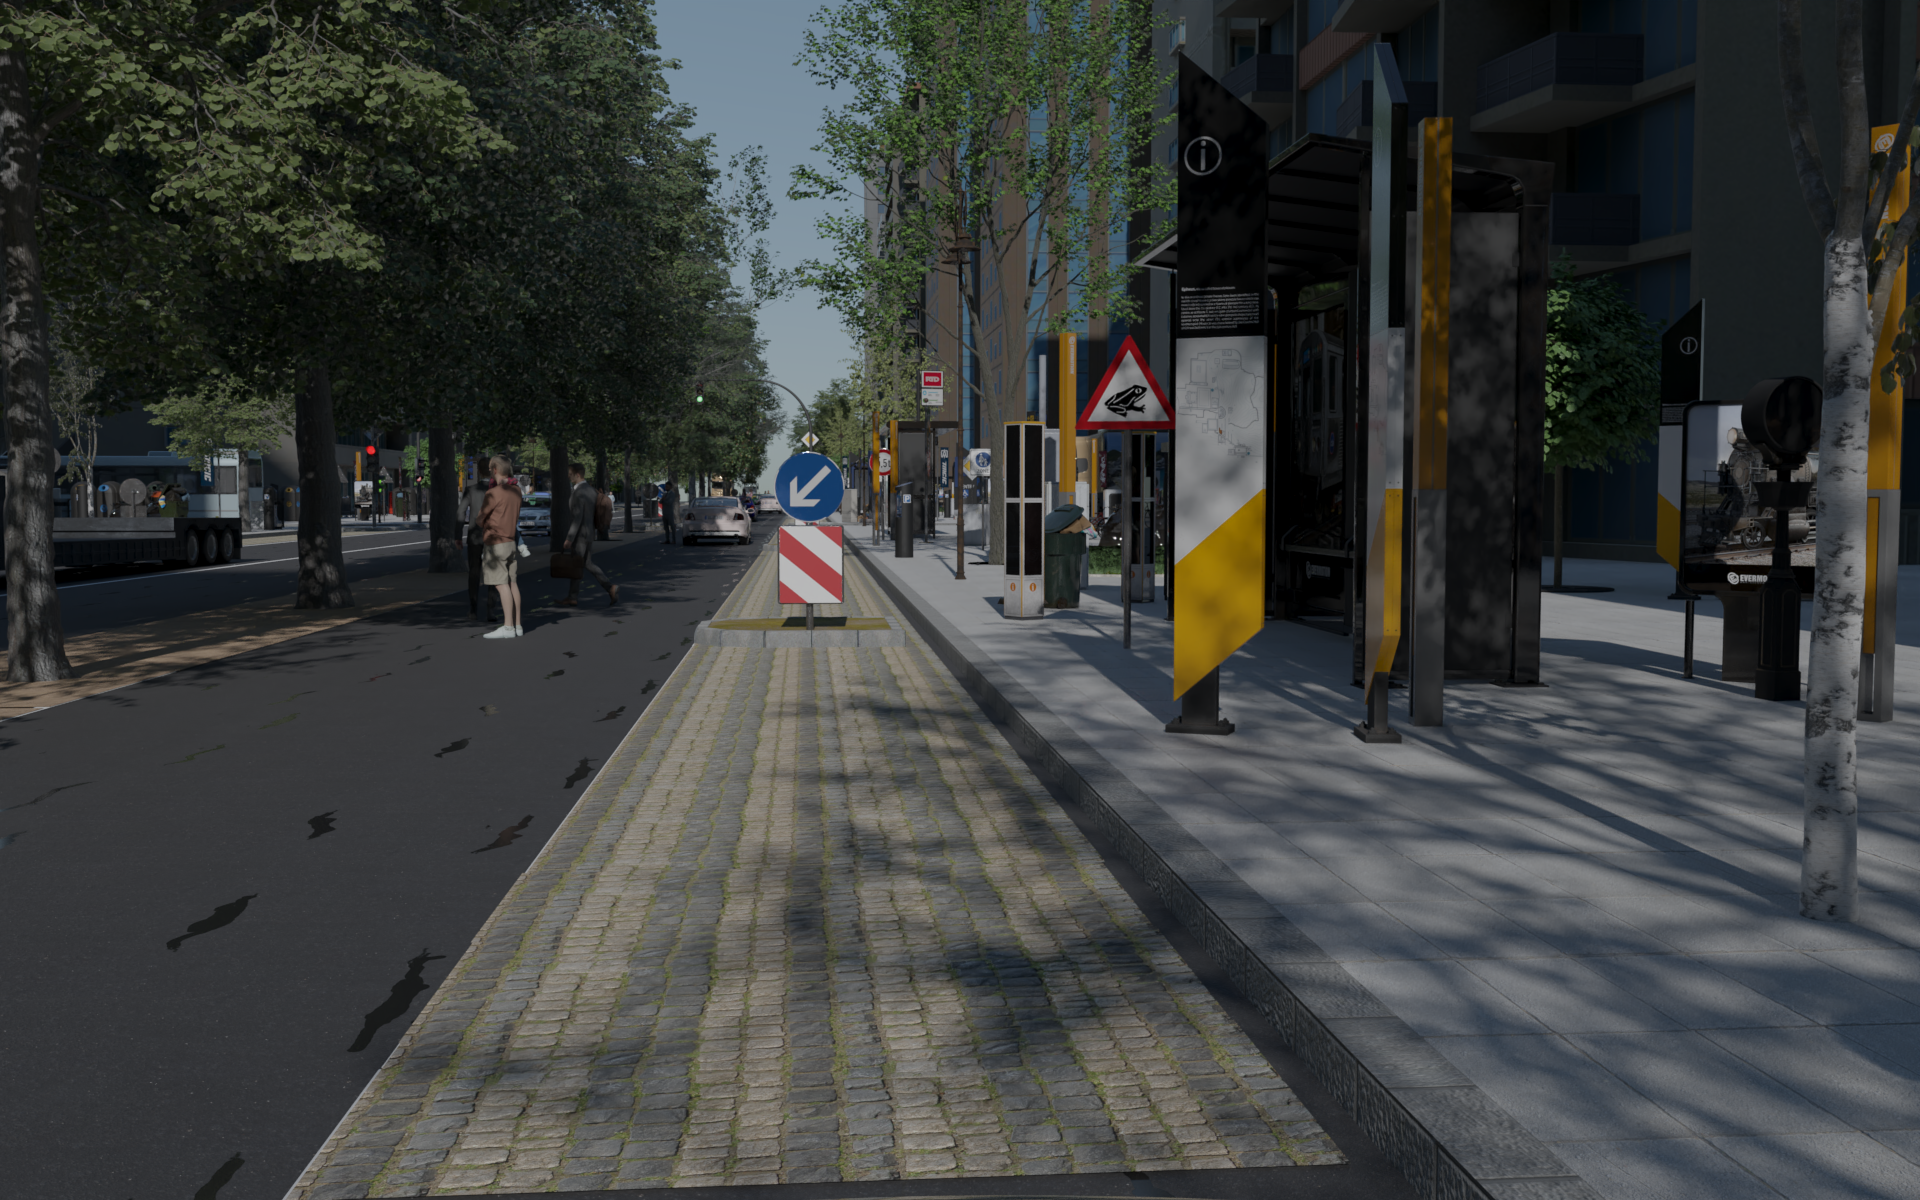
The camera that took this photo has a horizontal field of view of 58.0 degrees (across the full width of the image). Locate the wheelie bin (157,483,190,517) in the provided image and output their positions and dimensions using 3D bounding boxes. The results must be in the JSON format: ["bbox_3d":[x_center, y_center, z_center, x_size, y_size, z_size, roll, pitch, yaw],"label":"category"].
[{"bbox_3d":[-23.140,-2.639,51.059,0.693,1.594,0.980,1,4,12],"label":"wheelie bin"}]

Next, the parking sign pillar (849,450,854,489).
[{"bbox_3d":[-6.180,-7.253,107.064,1.447,3.967,1.447,-1,4,-18],"label":"parking sign pillar"}]

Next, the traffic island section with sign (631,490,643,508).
[{"bbox_3d":[-32.475,-10.180,175.072,1.989,1.847,2.006,0,4,-5],"label":"traffic island section with sign"}]

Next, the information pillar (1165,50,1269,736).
[{"bbox_3d":[1.371,-1.091,9.193,0.504,3.616,0.183,1,4,21],"label":"information pillar"}]

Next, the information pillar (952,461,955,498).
[{"bbox_3d":[-0.451,-8.074,123.371,0.183,3.616,0.504,1,4,14],"label":"information pillar"}]

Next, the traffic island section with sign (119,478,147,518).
[{"bbox_3d":[-20.621,-2.092,42.832,1.989,1.847,2.006,0,4,-5],"label":"traffic island section with sign"}]

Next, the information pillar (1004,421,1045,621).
[{"bbox_3d":[0.655,-0.806,17.669,0.304,2.012,0.304,-3,4,-36],"label":"information pillar"}]

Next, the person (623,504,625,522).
[{"bbox_3d":[-17.283,-4.708,89.748,0.394,1.301,0.425,-2,4,-32],"label":"person"}]

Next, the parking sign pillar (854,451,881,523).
[{"bbox_3d":[-3.779,-5.418,77.053,1.447,3.967,1.447,-1,4,-10],"label":"parking sign pillar"}]

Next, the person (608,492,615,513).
[{"bbox_3d":[-27.046,-7.580,134.240,0.589,1.601,0.330,0,4,-5],"label":"person"}]

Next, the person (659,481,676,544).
[{"bbox_3d":[-8.379,-2.496,49.489,0.511,1.800,0.466,2,4,27],"label":"person"}]

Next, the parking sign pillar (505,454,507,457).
[{"bbox_3d":[-30.881,-7.924,118.024,1.447,3.967,1.447,-2,4,-24],"label":"parking sign pillar"}]

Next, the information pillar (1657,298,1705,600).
[{"bbox_3d":[8.740,-1.813,20.991,0.504,3.616,0.183,3,5,42],"label":"information pillar"}]

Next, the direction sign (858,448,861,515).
[{"bbox_3d":[-4.925,-5.707,85.304,0.379,3.537,0.876,0,4,4],"label":"direction sign"}]

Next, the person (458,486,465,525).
[{"bbox_3d":[-22.962,-4.314,79.137,0.767,1.812,0.694,3,5,42],"label":"person"}]

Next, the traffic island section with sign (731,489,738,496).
[{"bbox_3d":[-19.675,-8.729,150.847,2.006,1.907,1.989,0,4,-5],"label":"traffic island section with sign"}]

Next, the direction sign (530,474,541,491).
[{"bbox_3d":[-33.337,-8.810,136.043,0.876,3.537,0.379,0,4,1],"label":"direction sign"}]

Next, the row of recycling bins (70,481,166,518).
[{"bbox_3d":[-27.077,-2.987,55.948,3.534,1.692,1.069,1,4,11],"label":"row of recycling bins"}]

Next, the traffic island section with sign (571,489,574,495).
[{"bbox_3d":[-27.952,-7.092,124.580,1.989,1.847,2.006,0,4,-5],"label":"traffic island section with sign"}]

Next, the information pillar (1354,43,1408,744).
[{"bbox_3d":[2.182,-1.072,8.879,0.183,3.616,0.504,0,4,2],"label":"information pillar"}]

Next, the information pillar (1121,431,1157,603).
[{"bbox_3d":[2.107,-0.976,20.450,0.304,2.012,0.304,3,4,36],"label":"information pillar"}]

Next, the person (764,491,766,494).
[{"bbox_3d":[-22.687,-11.848,202.227,1.348,1.822,0.705,3,4,38],"label":"person"}]

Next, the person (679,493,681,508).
[{"bbox_3d":[-29.386,-10.446,180.768,0.415,1.643,0.593,-3,4,-37],"label":"person"}]

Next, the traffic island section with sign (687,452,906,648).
[{"bbox_3d":[-1.582,-0.512,16.997,1.989,1.847,2.006,0,4,-5],"label":"traffic island section with sign"}]

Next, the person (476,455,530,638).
[{"bbox_3d":[-4.602,-0.547,17.425,0.573,1.828,0.580,-2,4,-33],"label":"person"}]

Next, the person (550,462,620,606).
[{"bbox_3d":[-4.779,-0.832,22.066,0.822,1.834,0.622,0,4,-3],"label":"person"}]

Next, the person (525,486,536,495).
[{"bbox_3d":[-19.419,-4.277,78.673,0.600,1.795,0.529,3,4,38],"label":"person"}]

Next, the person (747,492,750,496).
[{"bbox_3d":[-31.393,-15.105,256.168,1.217,1.736,0.721,-3,5,-44],"label":"person"}]

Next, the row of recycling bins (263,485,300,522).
[{"bbox_3d":[-33.845,-4.692,83.834,3.534,1.692,1.069,1,4,10],"label":"row of recycling bins"}]

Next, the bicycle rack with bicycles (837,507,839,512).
[{"bbox_3d":[-8.185,-6.848,125.342,2.852,0.926,2.925,-1,4,-17],"label":"bicycle rack with bicycles"}]

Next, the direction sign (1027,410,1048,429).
[{"bbox_3d":[2.099,-3.376,47.203,0.379,3.537,0.876,-3,4,-37],"label":"direction sign"}]

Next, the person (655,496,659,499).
[{"bbox_3d":[-31.521,-10.513,181.093,0.721,1.736,1.217,-3,5,-41],"label":"person"}]

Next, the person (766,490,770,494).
[{"bbox_3d":[-19.388,-10.189,175.181,1.348,1.812,0.705,0,4,4],"label":"person"}]

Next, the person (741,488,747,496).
[{"bbox_3d":[-14.537,-6.599,116.408,0.388,1.821,0.555,2,4,24],"label":"person"}]

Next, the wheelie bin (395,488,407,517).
[{"bbox_3d":[-30.786,-5.359,95.532,0.693,1.594,0.980,-3,4,-38],"label":"wheelie bin"}]

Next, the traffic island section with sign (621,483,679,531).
[{"bbox_3d":[-12.312,-3.700,68.629,2.006,1.907,1.989,0,4,-5],"label":"traffic island section with sign"}]

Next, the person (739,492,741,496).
[{"bbox_3d":[-38.807,-18.084,304.892,1.217,1.735,0.721,-3,5,-39],"label":"person"}]

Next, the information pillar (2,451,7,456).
[{"bbox_3d":[-50.385,-6.120,91.420,0.183,3.616,0.504,2,4,30],"label":"information pillar"}]

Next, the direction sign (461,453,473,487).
[{"bbox_3d":[-27.041,-6.293,94.883,0.379,3.537,0.876,3,4,38],"label":"direction sign"}]

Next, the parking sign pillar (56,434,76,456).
[{"bbox_3d":[-39.698,-5.388,76.572,1.447,3.967,1.447,1,4,13],"label":"parking sign pillar"}]

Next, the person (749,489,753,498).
[{"bbox_3d":[-15.228,-7.174,125.801,0.388,1.821,0.555,-1,4,-20],"label":"person"}]

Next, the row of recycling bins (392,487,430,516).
[{"bbox_3d":[-33.217,-5.988,105.019,1.069,1.692,3.534,1,4,12],"label":"row of recycling bins"}]

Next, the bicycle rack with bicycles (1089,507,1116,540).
[{"bbox_3d":[4.011,-2.186,49.120,2.925,0.926,2.852,-1,4,-14],"label":"bicycle rack with bicycles"}]

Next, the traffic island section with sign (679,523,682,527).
[{"bbox_3d":[-12.963,-4.151,76.007,2.006,1.907,1.989,0,4,-5],"label":"traffic island section with sign"}]

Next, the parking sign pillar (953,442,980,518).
[{"bbox_3d":[0.355,-6.210,90.000,1.447,3.967,1.447,2,4,24],"label":"parking sign pillar"}]

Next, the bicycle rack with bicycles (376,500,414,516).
[{"bbox_3d":[-32.733,-5.262,99.415,2.852,0.926,2.925,0,4,4],"label":"bicycle rack with bicycles"}]
